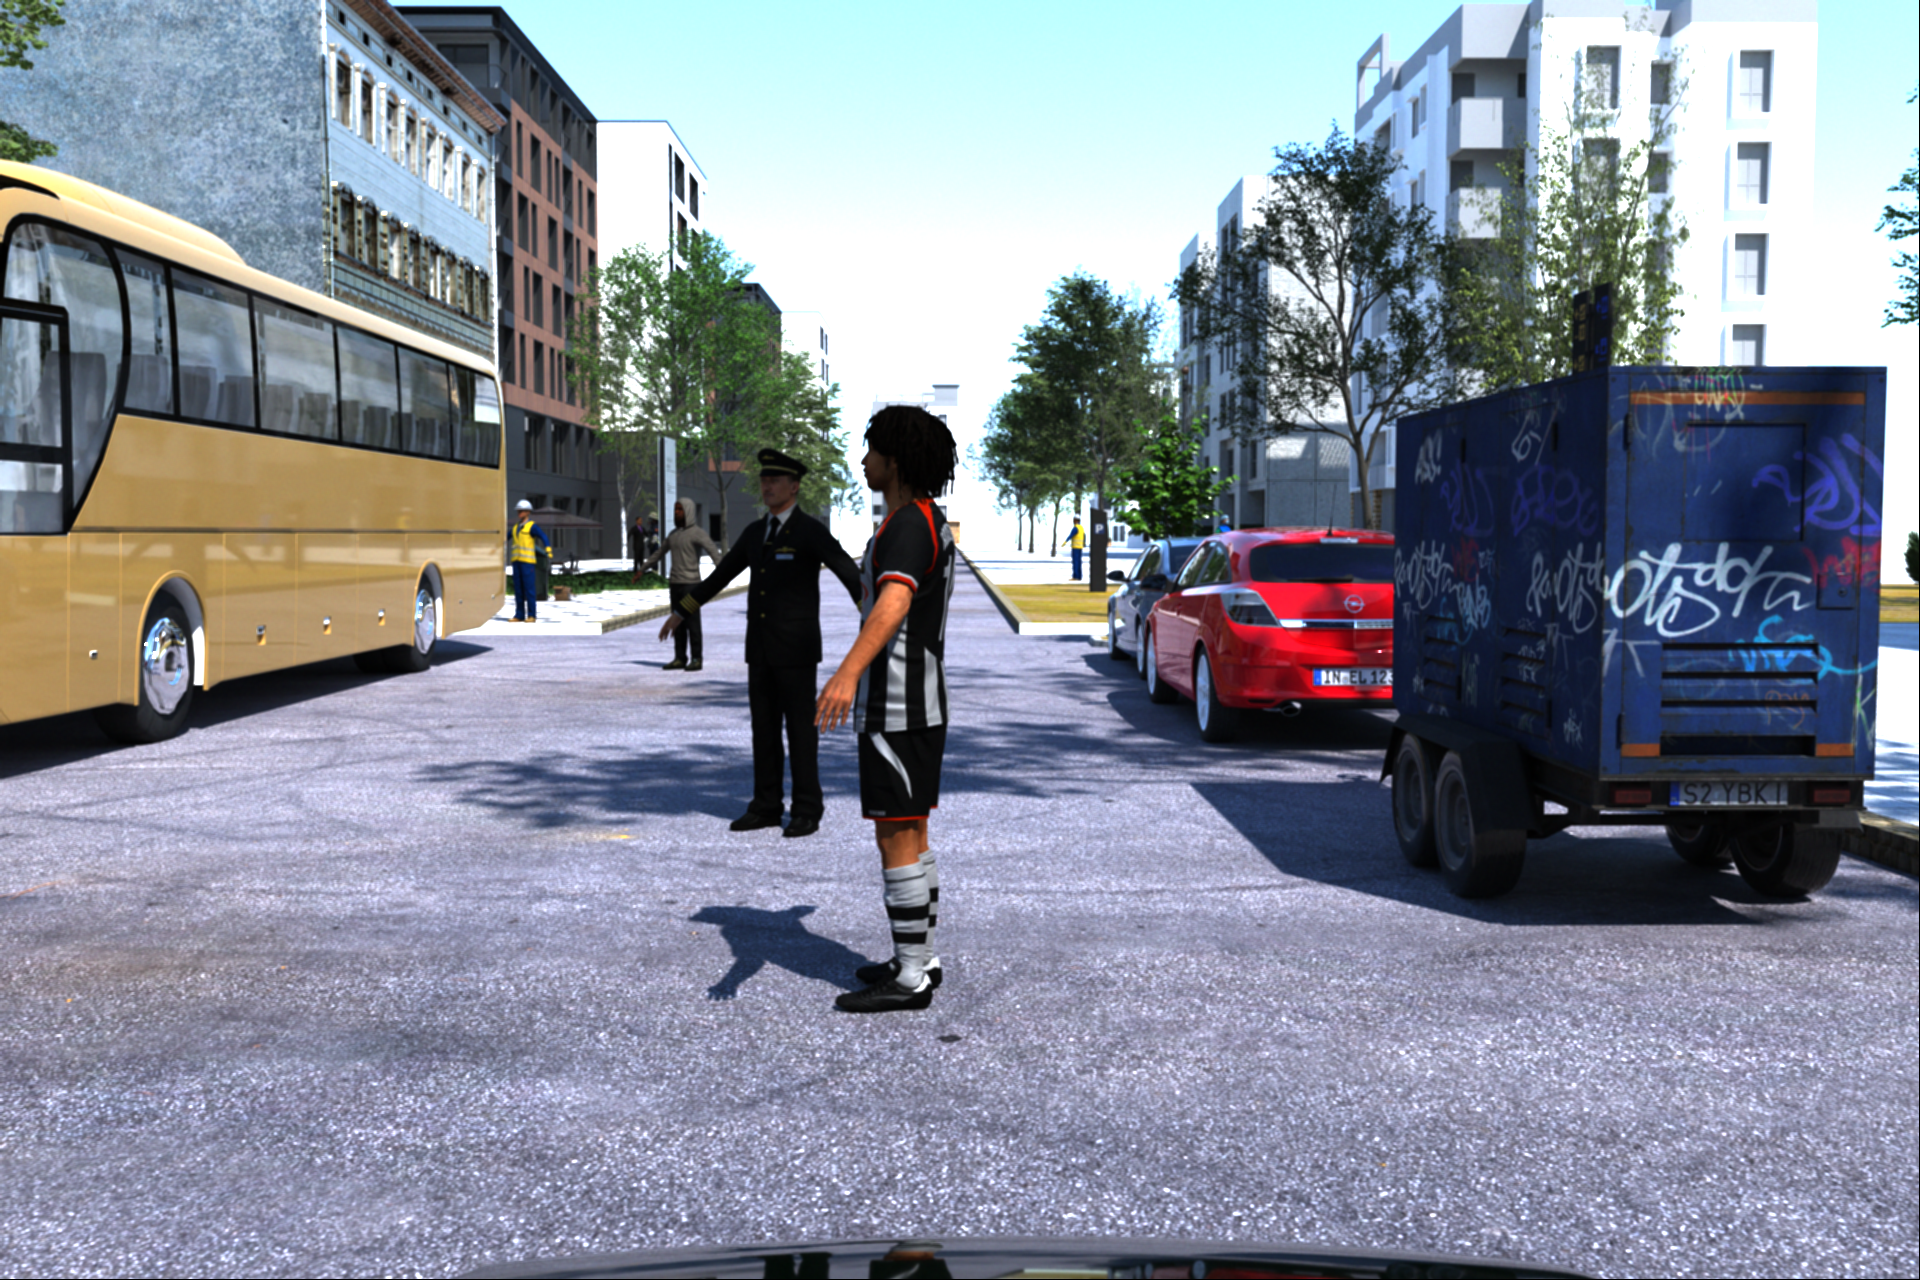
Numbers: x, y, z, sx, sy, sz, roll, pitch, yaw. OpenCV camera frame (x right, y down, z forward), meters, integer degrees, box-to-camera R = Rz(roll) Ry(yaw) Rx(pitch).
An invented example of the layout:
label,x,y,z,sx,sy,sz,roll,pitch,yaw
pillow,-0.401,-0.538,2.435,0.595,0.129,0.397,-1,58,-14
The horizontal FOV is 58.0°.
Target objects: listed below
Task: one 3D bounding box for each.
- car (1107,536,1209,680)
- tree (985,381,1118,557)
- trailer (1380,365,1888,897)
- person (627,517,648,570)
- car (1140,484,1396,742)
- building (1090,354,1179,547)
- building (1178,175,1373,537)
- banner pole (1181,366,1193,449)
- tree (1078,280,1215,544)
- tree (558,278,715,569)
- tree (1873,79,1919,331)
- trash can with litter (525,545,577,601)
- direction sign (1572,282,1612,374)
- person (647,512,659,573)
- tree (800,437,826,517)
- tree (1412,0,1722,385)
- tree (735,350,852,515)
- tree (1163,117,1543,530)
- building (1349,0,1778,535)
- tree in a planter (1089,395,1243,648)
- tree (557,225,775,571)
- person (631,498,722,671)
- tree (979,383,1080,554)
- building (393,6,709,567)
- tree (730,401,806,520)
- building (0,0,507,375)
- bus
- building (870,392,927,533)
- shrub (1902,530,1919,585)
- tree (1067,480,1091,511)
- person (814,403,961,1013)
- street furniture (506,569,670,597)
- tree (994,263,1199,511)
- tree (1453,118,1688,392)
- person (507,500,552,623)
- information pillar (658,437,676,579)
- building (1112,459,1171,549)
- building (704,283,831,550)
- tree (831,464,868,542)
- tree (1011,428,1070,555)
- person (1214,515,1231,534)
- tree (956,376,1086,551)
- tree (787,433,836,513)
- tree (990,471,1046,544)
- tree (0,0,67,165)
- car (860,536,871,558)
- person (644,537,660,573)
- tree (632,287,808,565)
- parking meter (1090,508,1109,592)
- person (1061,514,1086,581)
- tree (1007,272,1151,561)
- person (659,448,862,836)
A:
label,x,y,z,sx,sy,sz,roll,pitch,yaw
car,2.604,-0.385,18.291,2.014,1.417,4.499,0,4,-1
tree,5.291,-9.808,94.775,8.767,10.594,7.601,-2,4,-30
trailer,2.637,-0.050,7.859,1.471,1.999,3.904,0,4,-1
person,-9.758,-2.847,52.766,0.704,1.802,1.346,3,4,36
car,2.525,-0.267,13.408,2.155,1.783,4.494,0,4,-1
building,19.476,-20.446,190.705,16.016,20.090,11.380,0,4,-1
building,22.264,-13.926,94.153,16.747,18.905,31.486,0,4,0
banner pole,3.362,-2.181,25.681,0.401,3.779,0.863,0,4,-2
tree,5.641,-6.112,50.290,4.360,8.622,3.978,0,3,0
tree,-10.023,-6.127,50.543,4.360,8.622,3.978,0,3,0
tree,19.118,-6.263,28.156,9.928,11.665,9.643,0,3,0
trash can with litter,-7.909,-1.339,33.288,1.055,1.170,0.624,0,4,-1
direction sign,5.823,-1.471,16.054,0.379,3.537,0.876,0,4,-1
person,-8.185,-2.471,46.173,0.705,1.856,1.354,-1,4,-13
tree,-11.295,-10.758,126.253,4.737,8.622,4.395,0,3,0
tree,8.669,-4.497,23.883,4.360,8.622,3.978,0,3,0
tree,-10.250,-11.518,106.453,7.486,12.596,7.792,0,3,0
tree,9.049,-6.363,38.449,8.767,10.594,7.601,-1,4,-17
building,20.566,-12.878,66.980,16.016,20.090,11.380,0,4,0
tree in a planter,2.692,-1.539,22.391,1.991,3.239,1.994,0,4,0
tree,-9.807,-8.102,58.221,9.928,11.665,9.643,0,3,0
person,-2.909,-0.590,18.229,1.348,1.813,0.705,3,4,36
tree,4.799,-11.531,114.292,9.928,11.665,9.643,0,3,0
building,-28.372,-14.660,83.671,27.936,21.610,32.646,0,4,0
tree,-11.053,-8.821,94.578,4.360,8.622,3.978,0,3,0
building,-26.076,-13.657,54.224,19.493,23.208,18.063,0,4,-1
bus,-6.701,-1.440,15.090,2.896,3.916,12.252,0,4,-1
building,-11.111,-22.230,222.330,11.380,20.090,16.016,0,4,5
shrub,22.960,-2.232,40.539,1.661,2.075,1.752,0,3,0
tree,17.212,-17.955,219.323,9.928,11.665,9.643,0,3,0
person,-0.201,0.201,5.314,0.704,1.843,1.345,0,4,7
street furniture,-11.258,-1.338,37.511,10.072,0.657,5.734,-1,4,-13
tree,4.716,-7.719,60.615,7.601,10.594,8.767,-1,4,-17
tree,10.893,-4.904,30.549,4.737,8.622,4.395,0,3,0
person,-6.355,-1.136,25.033,1.216,1.772,0.721,2,4,28
information pillar,-7.184,-3.135,42.577,0.184,3.620,1.656,0,4,0
building,19.139,-12.880,152.734,9.099,9.664,28.070,0,4,0
building,-26.865,-19.159,157.228,27.936,21.610,32.646,0,3,0
tree,-15.111,-17.477,220.161,7.601,10.594,8.767,0,4,3
tree,4.591,-9.512,105.888,4.360,8.622,3.978,0,3,0
person,7.435,-2.594,48.535,1.347,1.817,0.704,-3,5,-44
tree,4.697,-13.501,131.104,12.009,13.543,11.850,0,3,0
tree,-10.602,-10.354,119.657,4.737,8.622,4.395,0,3,0
tree,7.355,-17.303,217.312,7.601,10.594,8.767,0,4,-4
tree,-12.844,-6.061,17.217,7.486,12.596,7.792,0,3,0
car,-3.682,-4.284,82.399,2.083,1.381,4.827,0,4,-1
person,-9.919,-3.144,57.583,1.347,1.806,0.705,-2,4,-25
tree,-9.937,-8.935,71.836,9.928,11.665,9.643,0,3,0
parking meter,3.075,-1.993,38.290,0.399,1.863,0.255,0,4,-2
person,3.159,-2.526,47.271,0.705,1.833,1.349,2,4,31
tree,5.508,-9.640,75.735,7.486,12.596,7.792,0,3,0
person,-0.872,0.003,8.339,1.347,1.837,0.705,2,4,32
